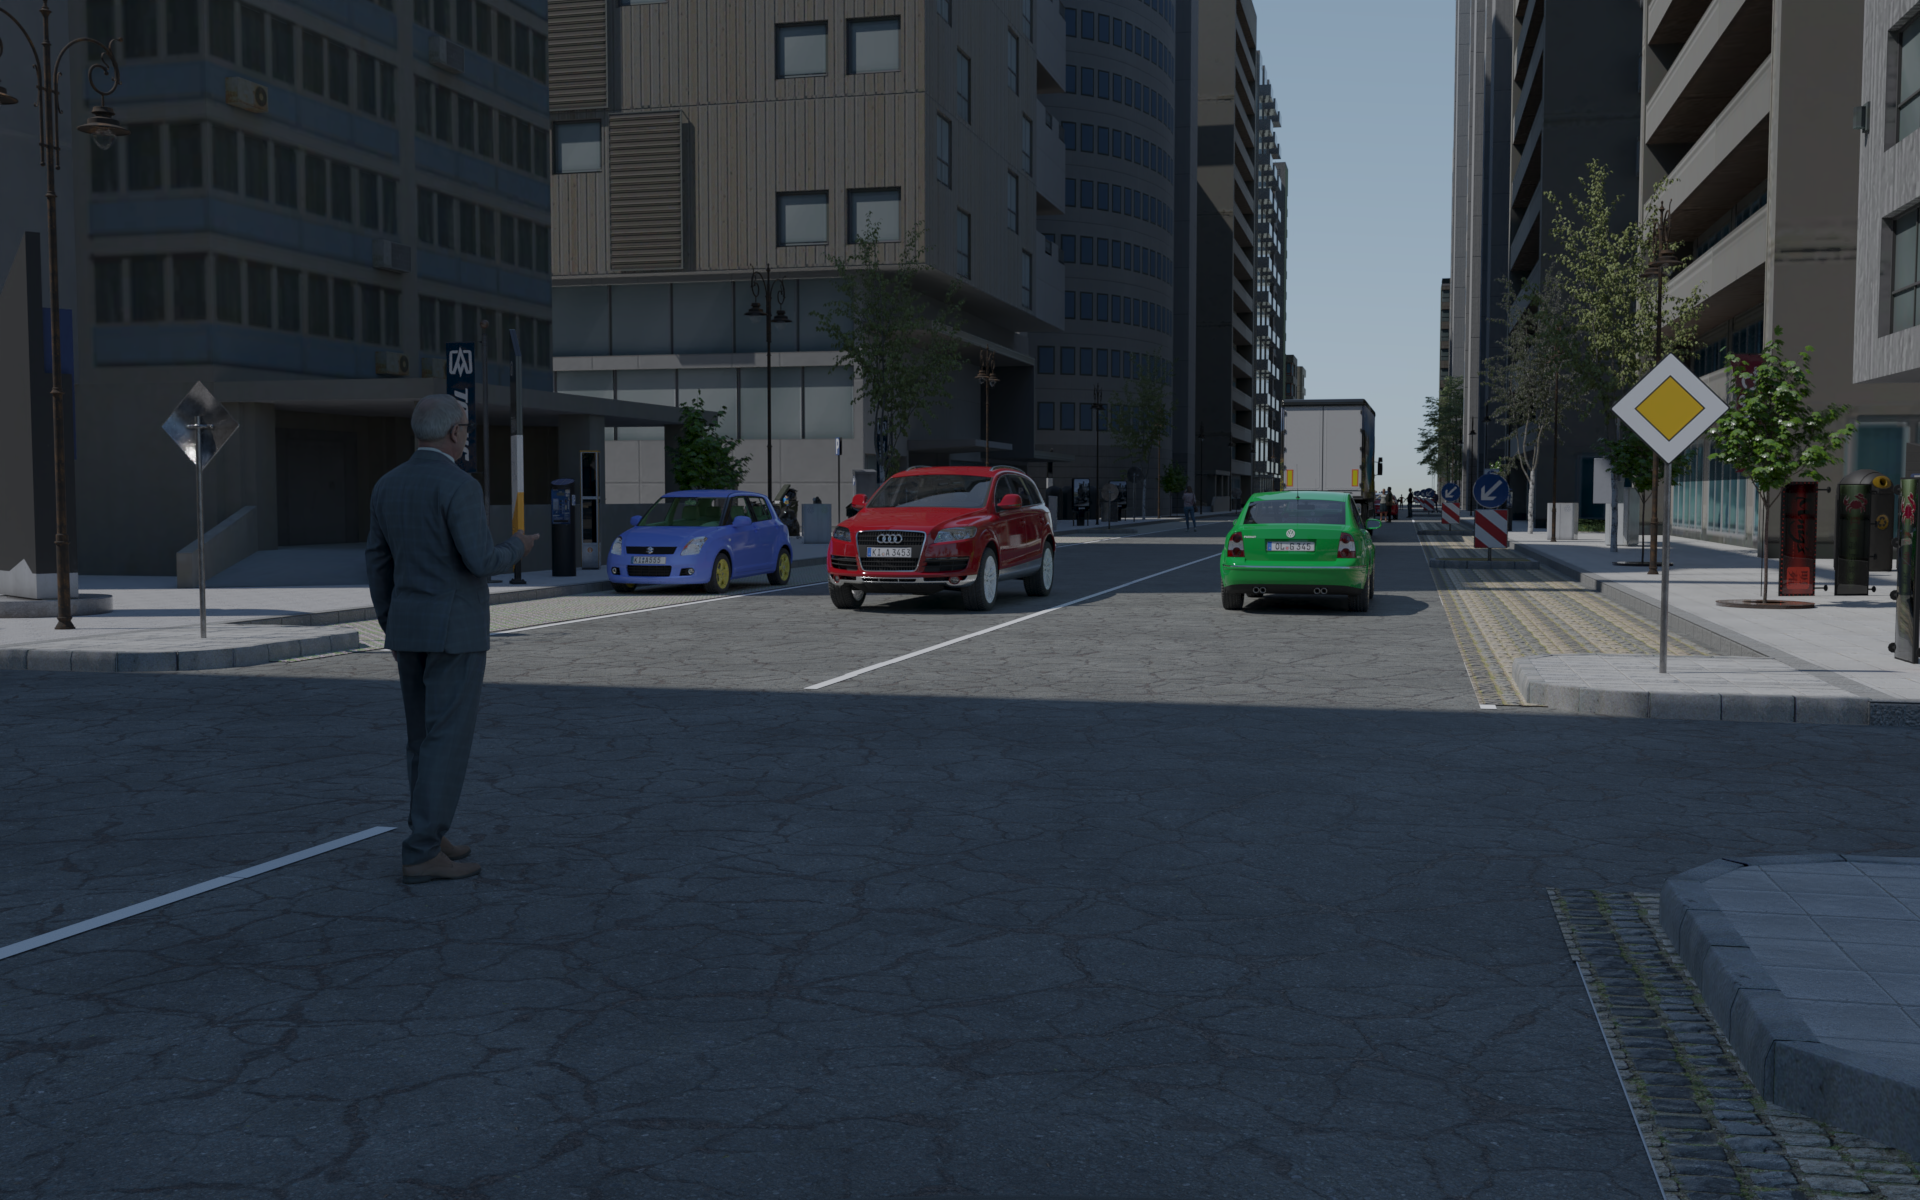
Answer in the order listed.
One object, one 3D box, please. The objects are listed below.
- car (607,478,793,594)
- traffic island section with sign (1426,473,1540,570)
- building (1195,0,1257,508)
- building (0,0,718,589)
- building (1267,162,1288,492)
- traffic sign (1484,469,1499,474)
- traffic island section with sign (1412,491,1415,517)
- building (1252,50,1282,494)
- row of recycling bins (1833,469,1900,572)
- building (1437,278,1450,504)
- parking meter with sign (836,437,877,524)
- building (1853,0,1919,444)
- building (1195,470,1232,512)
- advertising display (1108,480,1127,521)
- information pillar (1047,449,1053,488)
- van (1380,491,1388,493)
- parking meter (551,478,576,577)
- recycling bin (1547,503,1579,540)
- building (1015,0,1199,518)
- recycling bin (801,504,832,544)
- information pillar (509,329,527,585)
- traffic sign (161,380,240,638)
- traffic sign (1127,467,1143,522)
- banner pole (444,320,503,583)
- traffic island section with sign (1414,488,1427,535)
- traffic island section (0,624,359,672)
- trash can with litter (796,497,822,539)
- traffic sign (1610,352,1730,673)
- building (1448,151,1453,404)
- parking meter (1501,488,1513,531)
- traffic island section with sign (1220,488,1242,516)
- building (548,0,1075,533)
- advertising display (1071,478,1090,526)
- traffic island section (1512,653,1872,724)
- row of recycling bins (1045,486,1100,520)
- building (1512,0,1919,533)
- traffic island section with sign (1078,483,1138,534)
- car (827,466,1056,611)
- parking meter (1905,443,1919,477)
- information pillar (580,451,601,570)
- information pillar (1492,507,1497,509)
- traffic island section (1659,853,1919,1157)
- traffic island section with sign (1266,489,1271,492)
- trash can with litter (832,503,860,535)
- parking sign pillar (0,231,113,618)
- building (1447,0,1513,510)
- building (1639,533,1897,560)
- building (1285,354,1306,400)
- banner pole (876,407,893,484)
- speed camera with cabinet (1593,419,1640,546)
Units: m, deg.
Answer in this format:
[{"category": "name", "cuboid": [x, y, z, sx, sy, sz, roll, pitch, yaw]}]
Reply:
[{"category": "car", "cuboid": [-3.874, -1.003, 25.988, 1.945, 1.707, 3.694, 1, 4, 16]}, {"category": "traffic island section with sign", "cuboid": [10.186, -1.535, 33.732, 1.989, 1.847, 2.006, 1, 4, 14]}, {"category": "building", "cuboid": [14.325, -32.348, 152.590, 21.300, 48.544, 21.600, 1, 4, 14]}, {"category": "building", "cuboid": [-22.040, -20.918, 33.896, 32.217, 40.220, 23.993, 1, 4, 14]}, {"category": "building", "cuboid": [31.813, -32.132, 208.948, 14.154, 41.232, 14.086, 1, 4, 14]}, {"category": "traffic sign", "cuboid": [21.423, -4.142, 69.849, 0.606, 2.300, 0.079, 2, 4, 23]}, {"category": "traffic island section with sign", "cuboid": [29.457, -6.152, 109.210, 1.989, 1.847, 2.006, 1, 4, 14]}, {"category": "building", "cuboid": [22.872, -34.752, 187.810, 23.786, 49.044, 30.456, 1, 4, 14]}, {"category": "row of recycling bins", "cuboid": [16.386, -1.312, 28.566, 3.534, 1.692, 1.069, 1, 4, 17]}, {"category": "building", "cuboid": [70.807, -28.023, 229.884, 14.160, 30.474, 14.107, 1, 4, 14]}, {"category": "parking meter with sign", "cuboid": [-2.933, -3.503, 53.541, 1.738, 3.016, 0.543, -1, 4, -16]}, {"category": "building", "cuboid": [17.933, -14.949, 16.112, 14.107, 30.474, 14.160, 1, 4, 14]}, {"category": "building", "cuboid": [3.961, -26.886, 131.467, 32.217, 40.220, 23.993, 1, 4, 14]}, {"category": "advertising display", "cuboid": [7.492, -4.720, 82.384, 0.974, 1.923, 0.123, -2, 4, -24]}, {"category": "information pillar", "cuboid": [4.654, -6.019, 89.759, 0.183, 3.616, 0.504, 2, 4, 34]}, {"category": "van", "cuboid": [52.303, -12.584, 212.757, 2.013, 2.044, 4.112, 1, 4, 14]}, {"category": "parking meter", "cuboid": [-6.178, -1.136, 26.987, 0.372, 1.533, 0.369, 0, 3, 0]}, {"category": "recycling bin", "cuboid": [16.901, -2.202, 48.563, 0.722, 1.027, 0.722, 2, 4, 29]}, {"category": "building", "cuboid": [2.236, -34.401, 104.460, 21.231, 58.520, 28.212, 1, 4, 14]}, {"category": "recycling bin", "cuboid": [-3.727, -1.984, 44.992, 0.722, 1.027, 0.722, -1, 4, -10]}, {"category": "information pillar", "cuboid": [-6.278, -2.030, 24.541, 0.183, 3.616, 0.504, -2, 4, -24]}, {"category": "traffic sign", "cuboid": [-6.731, -0.716, 15.355, 0.795, 2.450, 0.064, 1, 4, 14]}, {"category": "traffic sign", "cuboid": [8.058, -4.891, 80.077, 0.768, 2.556, 0.104, 2, 4, 24]}, {"category": "banner pole", "cuboid": [-7.050, -2.141, 25.029, 0.863, 3.779, 0.401, 1, 4, 15]}, {"category": "traffic island section with sign", "cuboid": [17.071, -3.186, 60.724, 1.989, 1.847, 2.006, 1, 4, 14]}, {"category": "traffic island section", "cuboid": [-6.756, 0.419, 15.423, 2.009, 0.180, 2.903, 1, 4, 14]}, {"category": "trash can with litter", "cuboid": [-4.224, -2.354, 49.552, 1.678, 1.210, 2.233, 0, 4, 1]}, {"category": "traffic sign", "cuboid": [5.031, -0.532, 12.340, 0.795, 2.450, 0.064, 1, 4, 14]}, {"category": "building", "cuboid": [70.661, -35.848, 209.824, 21.300, 48.544, 21.600, 1, 4, 14]}, {"category": "parking meter", "cuboid": [18.955, -3.157, 60.027, 0.372, 1.533, 0.369, 0, 3, 0]}, {"category": "traffic island section with sign", "cuboid": [17.884, -6.312, 111.832, 1.989, 1.847, 2.006, 1, 4, 14]}, {"category": "building", "cuboid": [-10.892, -29.417, 70.213, 28.713, 52.752, 27.495, 1, 4, 14]}, {"category": "advertising display", "cuboid": [4.854, -3.939, 69.615, 0.974, 1.923, 0.123, -3, 5, -43]}, {"category": "traffic island section", "cuboid": [5.056, 0.604, 12.411, 2.009, 0.180, 2.903, 1, 4, 14]}, {"category": "row of recycling bins", "cuboid": [5.655, -4.835, 86.170, 3.534, 1.692, 1.069, -3, 5, -43]}, {"category": "building", "cuboid": [34.368, -27.335, 70.629, 21.300, 48.544, 21.600, 1, 4, 14]}, {"category": "traffic island section with sign", "cuboid": [5.426, -3.331, 63.093, 1.989, 1.847, 2.006, 1, 4, 14]}, {"category": "car", "cuboid": [-0.131, -0.881, 23.073, 2.281, 1.827, 5.304, 1, 4, 16]}, {"category": "parking meter", "cuboid": [10.905, -0.847, 19.559, 0.255, 1.863, 0.399, -3, 4, -38]}, {"category": "information pillar", "cuboid": [-6.266, -1.523, 29.386, 0.304, 2.012, 0.304, 0, 4, -4]}, {"category": "information pillar", "cuboid": [25.214, -4.733, 81.879, 0.304, 2.012, 0.304, 0, 4, 6]}, {"category": "traffic island section", "cuboid": [3.079, 1.077, 4.674, 2.009, 0.180, 2.903, 1, 4, 14]}, {"category": "traffic island section with sign", "cuboid": [24.548, -7.910, 137.954, 1.989, 1.847, 2.006, 1, 4, 14]}, {"category": "trash can with litter", "cuboid": [-3.344, -2.473, 51.820, 1.055, 1.170, 0.624, 2, 4, 27]}, {"category": "parking sign pillar", "cuboid": [-9.882, -1.833, 18.447, 1.447, 3.967, 1.447, 3, 5, 45]}, {"category": "building", "cuboid": [63.302, -39.302, 184.591, 21.231, 58.520, 28.212, 1, 4, 14]}, {"category": "building", "cuboid": [28.930, -25.491, 40.472, 21.300, 48.544, 21.600, 1, 4, 14]}, {"category": "building", "cuboid": [31.383, -23.655, 231.797, 27.650, 21.520, 28.899, 1, 4, 14]}, {"category": "banner pole", "cuboid": [-2.123, -3.655, 49.775, 0.863, 3.779, 0.401, 3, 5, 43]}, {"category": "speed camera with cabinet", "cuboid": [16.157, -2.952, 42.597, 0.660, 3.252, 2.038, 3, 4, 36]}]
